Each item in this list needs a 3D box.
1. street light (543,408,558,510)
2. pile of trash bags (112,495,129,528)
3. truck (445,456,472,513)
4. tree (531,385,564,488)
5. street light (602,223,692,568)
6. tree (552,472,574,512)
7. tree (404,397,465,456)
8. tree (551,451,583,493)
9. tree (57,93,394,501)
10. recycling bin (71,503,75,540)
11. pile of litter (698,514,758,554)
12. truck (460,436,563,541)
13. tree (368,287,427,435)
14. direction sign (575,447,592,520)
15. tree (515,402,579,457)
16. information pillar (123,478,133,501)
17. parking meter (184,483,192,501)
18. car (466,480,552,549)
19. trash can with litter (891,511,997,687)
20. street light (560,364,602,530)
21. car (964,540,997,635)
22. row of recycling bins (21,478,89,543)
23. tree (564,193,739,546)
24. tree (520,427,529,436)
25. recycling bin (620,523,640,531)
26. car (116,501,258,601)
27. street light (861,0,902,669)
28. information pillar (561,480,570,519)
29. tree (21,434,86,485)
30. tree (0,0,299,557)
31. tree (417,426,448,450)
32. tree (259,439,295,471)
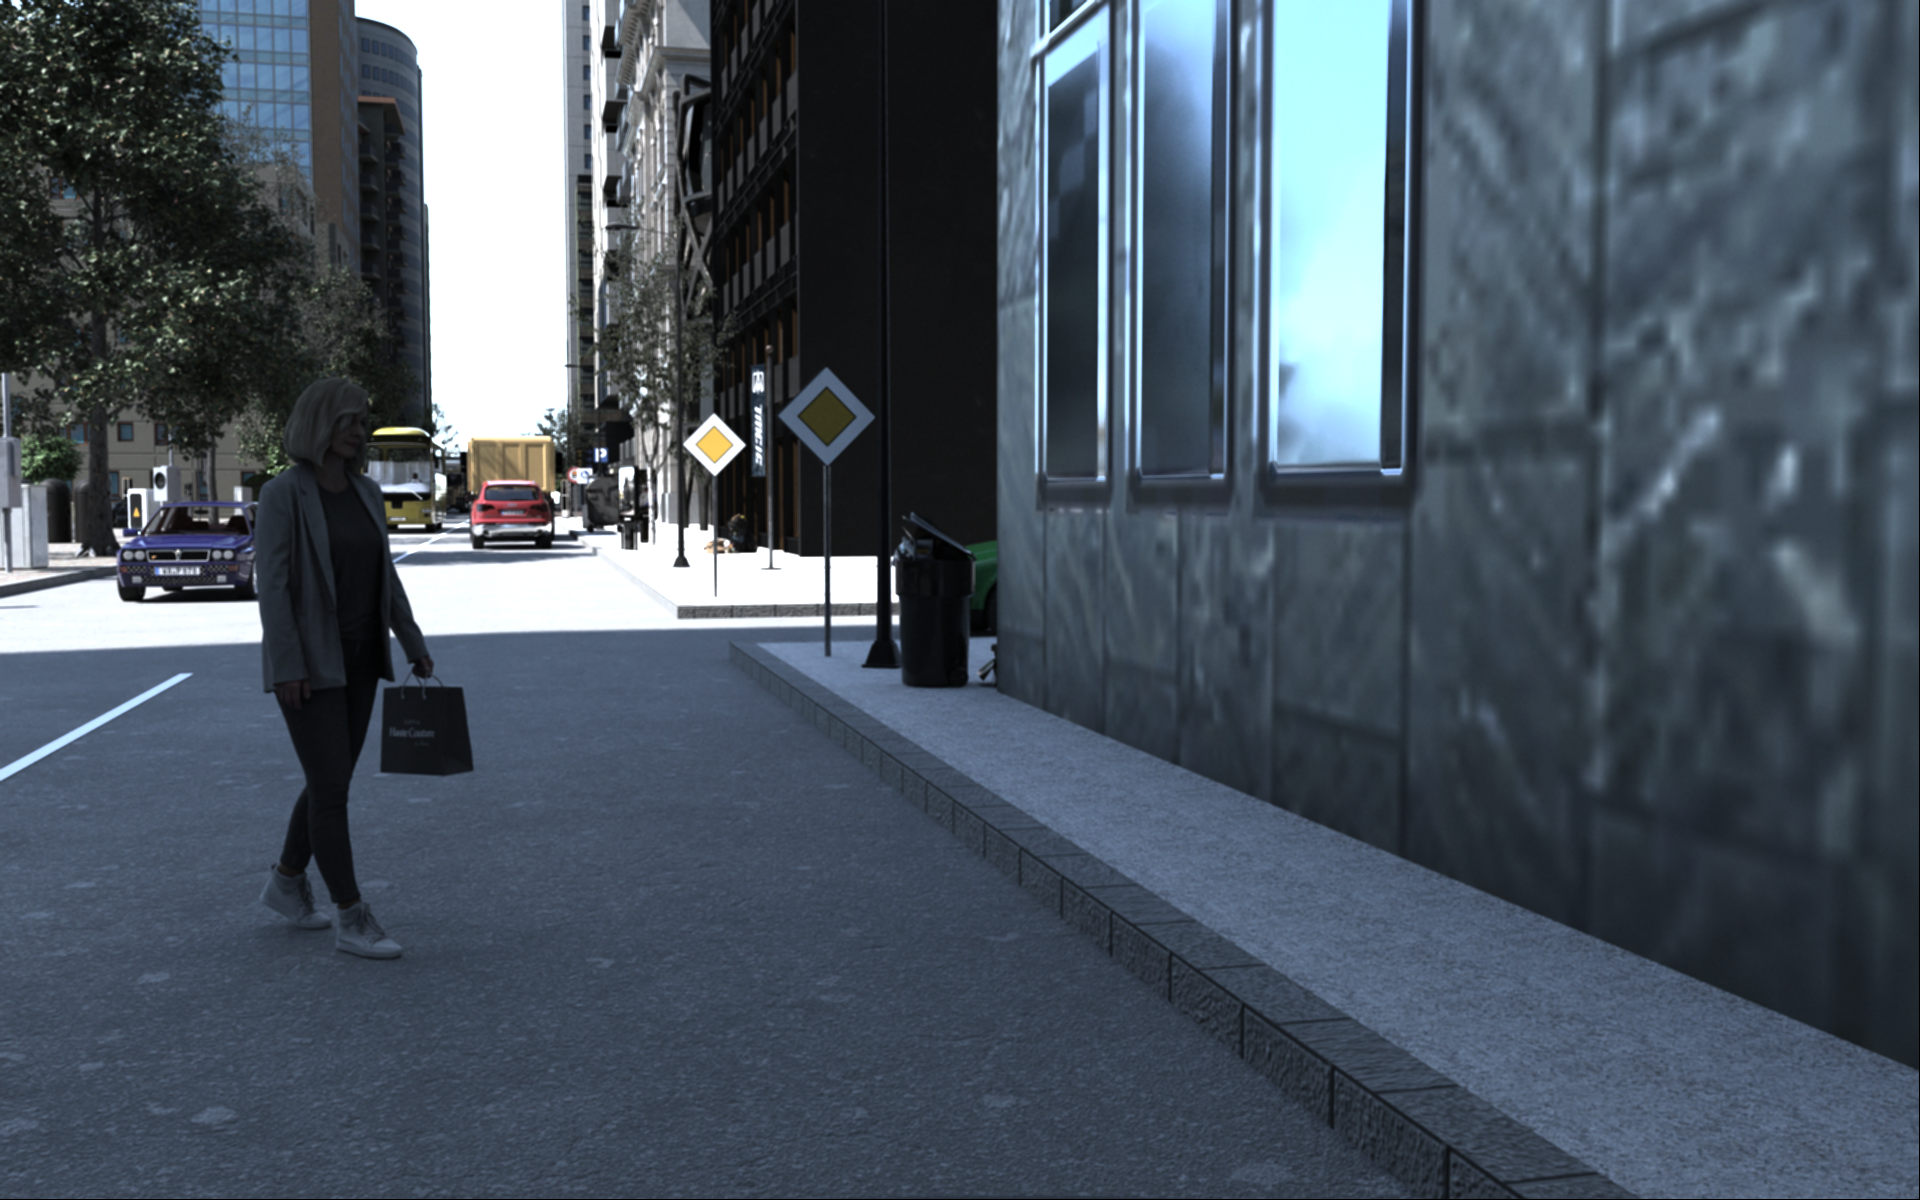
[{"bbox_3d":[-21.719,-7.437,94.131,1.470,5.913,1.316,-1,4,-14],"label":"street light"},{"bbox_3d":[-33.595,-3.654,69.499,3.447,1.369,1.912,0,4,-8],"label":"pile of trash bags"},{"bbox_3d":[-38.503,-8.686,130.925,2.839,4.237,11.283,-1,4,-12],"label":"truck"},{"bbox_3d":[-25.239,-9.879,111.883,4.360,8.622,3.978,0,3,0],"label":"tree"},{"bbox_3d":[-5.393,-3.511,29.945,1.470,5.913,1.316,-1,4,-14],"label":"street light"},{"bbox_3d":[-28.973,-8.009,125.548,1.663,3.219,1.824,0,3,0],"label":"tree"},{"bbox_3d":[-50.481,-14.099,164.931,7.601,10.594,8.767,-1,4,-11],"label":"tree"},{"bbox_3d":[-29.829,-8.920,129.554,4.285,4.588,4.351,0,3,0],"label":"tree"},{"bbox_3d":[-21.903,-8.547,50.113,12.009,13.543,11.850,0,3,0],"label":"tree"},{"bbox_3d":[-25.820,-2.357,51.083,0.722,1.027,0.722,3,5,41],"label":"recycling bin"},{"bbox_3d":[-5.072,-1.448,37.640,1.176,0.858,1.719,3,4,39],"label":"pile of litter"},{"bbox_3d":[-14.628,-3.709,56.560,3.469,3.379,9.791,-1,4,-14],"label":"truck"},{"bbox_3d":[-30.965,-10.261,84.778,9.611,12.733,9.660,0,3,0],"label":"tree"},{"bbox_3d":[-18.271,-5.639,84.203,0.876,3.537,0.379,-3,4,-37],"label":"direction sign"},{"bbox_3d":[-41.647,-14.704,174.826,8.767,10.594,7.601,-1,4,-21],"label":"tree"},{"bbox_3d":[-38.320,-4.605,79.789,0.304,2.012,0.304,0,4,7],"label":"information pillar"},{"bbox_3d":[-39.138,-5.025,87.867,0.255,1.863,0.399,0,4,-4],"label":"parking meter"},{"bbox_3d":[-12.135,-2.327,46.714,2.281,1.827,5.304,-1,4,-16],"label":"car"},{"bbox_3d":[0.068,-0.019,11.694,1.055,1.170,0.624,0,4,-3],"label":"trash can with litter"},{"bbox_3d":[-13.481,-5.476,62.075,1.470,5.913,1.316,-1,4,-14],"label":"street light"},{"bbox_3d":[1.690,-0.551,17.807,4.718,1.807,1.959,-1,4,-16],"label":"car"},{"bbox_3d":[-24.184,-2.348,45.502,3.534,1.692,1.069,0,4,1],"label":"row of recycling bins"},{"bbox_3d":[-7.550,-5.630,42.407,4.360,8.622,3.978,0,3,0],"label":"tree"},{"bbox_3d":[-35.810,-12.226,150.263,4.360,8.622,3.978,0,3,0],"label":"tree"},{"bbox_3d":[-11.293,-2.897,59.919,0.722,1.027,0.722,3,4,38],"label":"recycling bin"},{"bbox_3d":[-10.689,-0.733,24.571,1.945,1.354,3.894,-1,4,-13],"label":"car"},{"bbox_3d":[-1.089,-2.449,12.586,1.470,5.913,1.316,-1,4,-14],"label":"street light"},{"bbox_3d":[-20.206,-5.152,88.731,0.304,2.012,0.304,1,4,11],"label":"information pillar"},{"bbox_3d":[-42.763,-5.952,81.024,4.285,4.588,4.351,0,3,0],"label":"tree"},{"bbox_3d":[-17.659,-7.245,35.471,9.611,12.733,9.660,0,3,0],"label":"tree"},{"bbox_3d":[-54.564,-13.896,177.563,4.360,8.622,3.978,0,3,0],"label":"tree"},{"bbox_3d":[-23.949,-4.048,60.785,1.663,3.219,1.824,0,3,0],"label":"tree"}]
